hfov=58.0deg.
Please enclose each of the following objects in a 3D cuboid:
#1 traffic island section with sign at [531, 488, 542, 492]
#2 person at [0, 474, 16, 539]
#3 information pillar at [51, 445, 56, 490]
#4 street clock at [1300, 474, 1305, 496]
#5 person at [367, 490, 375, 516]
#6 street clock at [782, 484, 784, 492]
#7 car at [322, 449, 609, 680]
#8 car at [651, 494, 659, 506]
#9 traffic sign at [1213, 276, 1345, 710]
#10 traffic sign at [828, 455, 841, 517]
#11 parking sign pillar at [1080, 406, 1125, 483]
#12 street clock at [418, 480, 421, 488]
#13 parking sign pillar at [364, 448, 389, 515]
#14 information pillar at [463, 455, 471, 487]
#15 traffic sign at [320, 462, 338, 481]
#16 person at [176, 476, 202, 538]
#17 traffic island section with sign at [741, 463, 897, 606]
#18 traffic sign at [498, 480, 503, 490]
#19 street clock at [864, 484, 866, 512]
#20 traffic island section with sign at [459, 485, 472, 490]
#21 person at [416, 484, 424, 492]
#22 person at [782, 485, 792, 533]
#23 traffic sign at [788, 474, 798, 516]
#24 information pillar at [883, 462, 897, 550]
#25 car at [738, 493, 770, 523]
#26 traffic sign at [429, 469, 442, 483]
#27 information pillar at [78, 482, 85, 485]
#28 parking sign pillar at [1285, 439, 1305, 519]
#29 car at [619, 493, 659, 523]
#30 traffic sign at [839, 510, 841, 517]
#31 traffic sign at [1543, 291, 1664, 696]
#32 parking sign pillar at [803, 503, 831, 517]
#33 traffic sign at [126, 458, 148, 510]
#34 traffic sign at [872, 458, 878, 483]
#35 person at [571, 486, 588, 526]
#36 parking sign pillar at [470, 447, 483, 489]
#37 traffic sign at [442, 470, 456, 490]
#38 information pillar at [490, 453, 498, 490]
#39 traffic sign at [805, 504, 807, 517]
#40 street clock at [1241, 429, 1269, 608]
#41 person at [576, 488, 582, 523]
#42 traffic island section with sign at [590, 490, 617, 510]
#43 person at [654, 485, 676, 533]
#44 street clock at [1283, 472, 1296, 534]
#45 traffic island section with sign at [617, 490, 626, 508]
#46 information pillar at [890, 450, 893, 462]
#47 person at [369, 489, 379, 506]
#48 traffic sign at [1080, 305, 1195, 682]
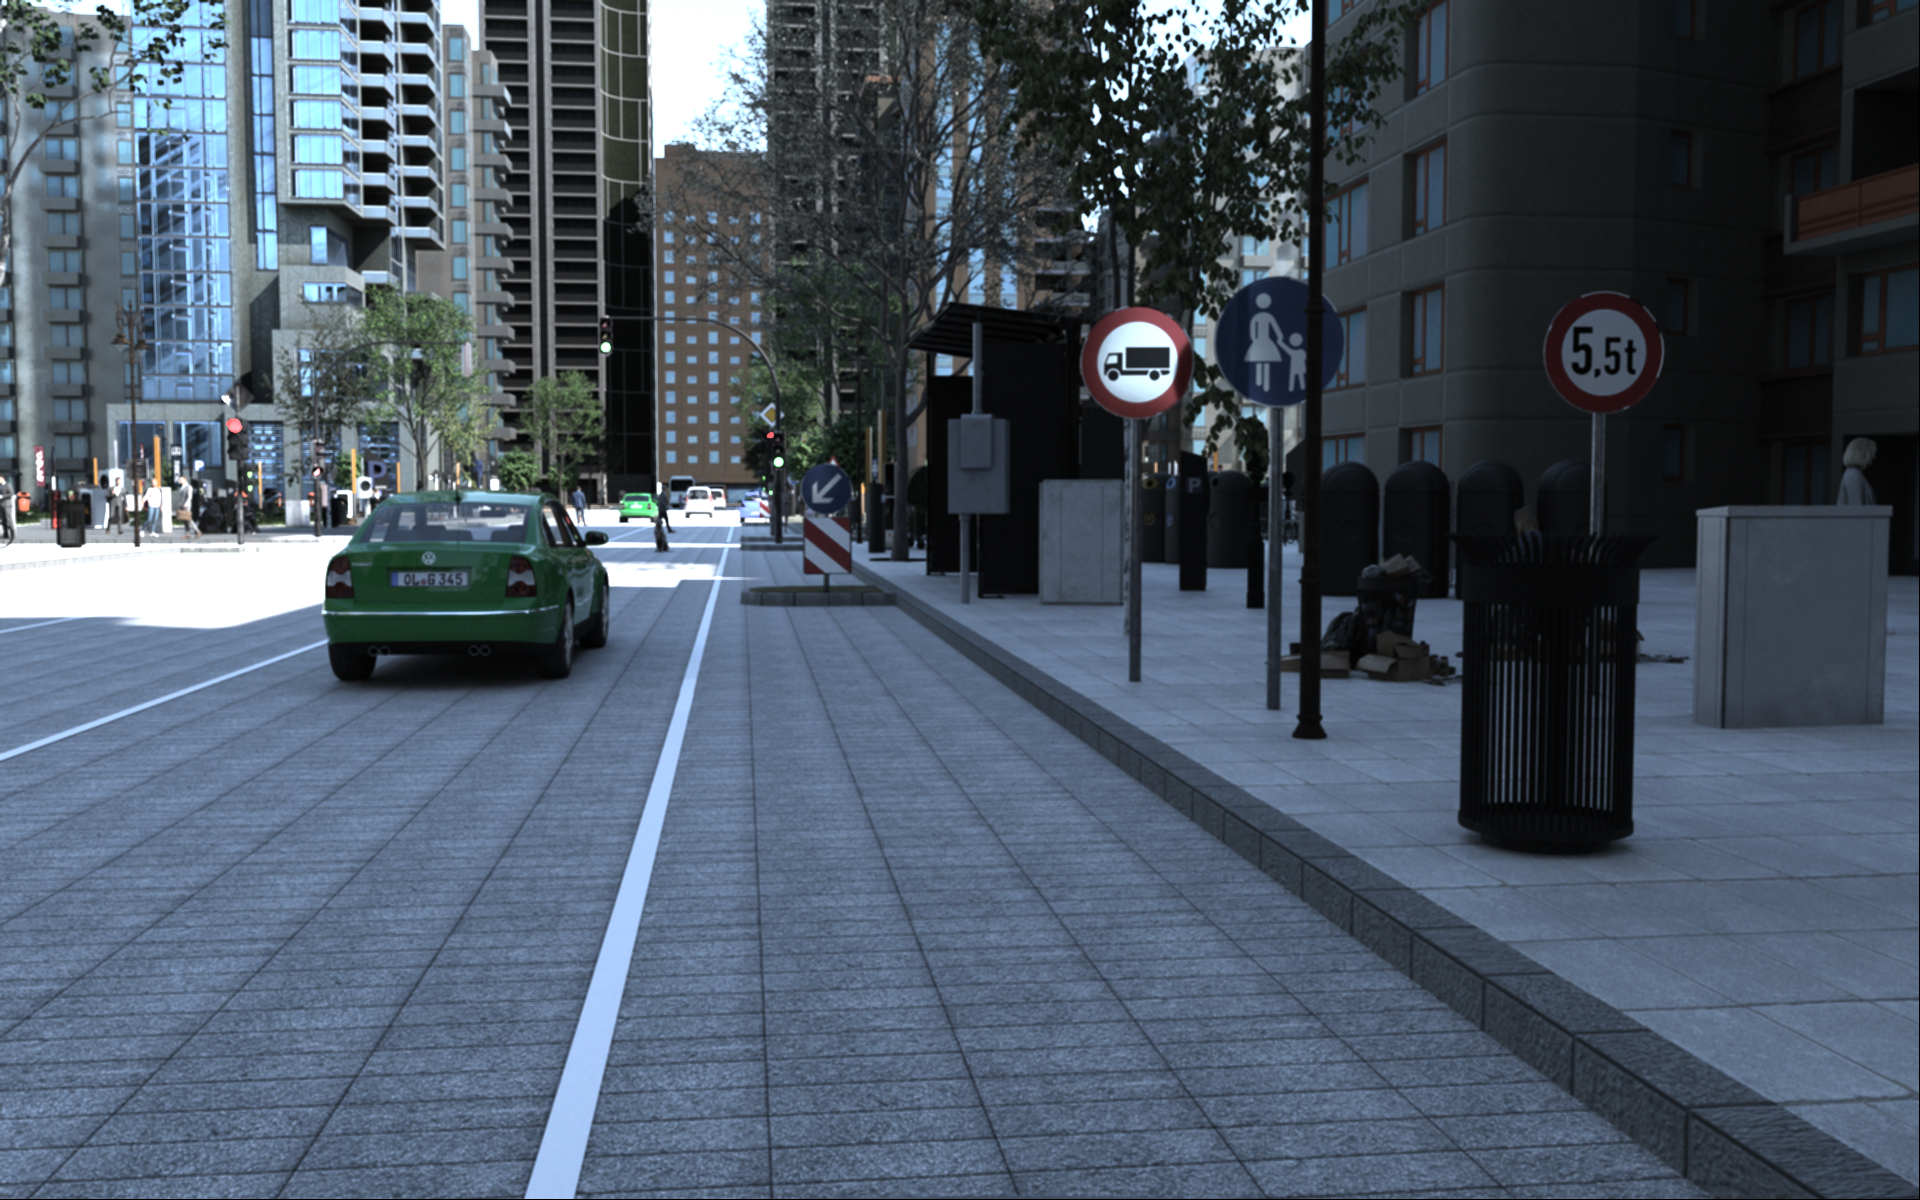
[{"bbox_3d":[-25.311,-5.805,103.543,1.989,1.847,2.006,0,4,-7],"label":"traffic island section with sign"},{"bbox_3d":[-27.432,-2.682,49.693,0.655,1.846,0.447,2,4,27],"label":"person"},{"bbox_3d":[-43.498,-5.614,83.144,0.183,3.616,0.504,-1,4,-22],"label":"information pillar"},{"bbox_3d":[12.434,-3.533,62.337,0.358,2.002,0.471,-1,4,-19],"label":"street clock"},{"bbox_3d":[-33.841,-5.680,99.457,0.519,1.759,0.362,-2,4,-30],"label":"person"},{"bbox_3d":[-12.211,-7.042,119.699,0.358,2.002,0.471,-3,5,-44],"label":"street clock"},{"bbox_3d":[-4.058,-0.365,14.763,1.959,1.807,4.718,0,4,-5],"label":"car"},{"bbox_3d":[-32.413,-10.641,182.773,1.959,1.807,4.718,0,4,-7],"label":"car"},{"bbox_3d":[1.870,-0.621,10.252,0.768,2.556,0.104,0,3,0],"label":"traffic sign"},{"bbox_3d":[-4.241,-3.543,57.929,0.884,2.594,0.081,0,4,-3],"label":"traffic sign"},{"bbox_3d":[3.609,-3.417,44.343,1.447,3.967,1.447,1,4,13],"label":"parking sign pillar"},{"bbox_3d":[-28.412,-5.313,91.435,0.358,2.002,0.471,0,4,5],"label":"street clock"},{"bbox_3d":[-34.024,-6.887,101.082,1.447,3.967,1.447,-3,5,-40],"label":"parking sign pillar"},{"bbox_3d":[-29.439,-6.875,103.761,0.183,3.616,0.504,3,5,40],"label":"information pillar"},{"bbox_3d":[-25.374,-4.249,69.572,0.768,2.556,0.104,0,4,-4],"label":"traffic sign"},{"bbox_3d":[-22.535,-2.705,50.396,0.709,1.813,0.853,2,4,34],"label":"person"},{"bbox_3d":[-1.919,-0.882,23.054,1.989,1.847,2.006,0,4,-7],"label":"traffic island section with sign"},{"bbox_3d":[-31.434,-7.224,118.223,0.768,2.556,0.104,0,4,-3],"label":"traffic sign"},{"bbox_3d":[-6.678,-7.144,121.375,0.358,2.002,0.471,3,5,42],"label":"street clock"},{"bbox_3d":[-21.929,-4.170,76.800,1.989,1.847,2.006,0,4,-7],"label":"traffic island section with sign"},{"bbox_3d":[-21.446,-3.702,68.808,0.659,1.850,0.755,1,4,17],"label":"person"},{"bbox_3d":[-6.444,-3.346,63.555,0.599,1.781,0.374,-1,4,-14],"label":"person"},{"bbox_3d":[-9.525,-6.086,99.619,0.768,2.556,0.104,0,4,-6],"label":"traffic sign"},{"bbox_3d":[-1.574,-2.165,39.888,0.304,2.012,0.304,1,4,17],"label":"information pillar"},{"bbox_3d":[-10.291,-4.779,87.720,1.945,1.707,3.694,0,4,-6],"label":"car"},{"bbox_3d":[-27.652,-5.610,91.450,0.795,2.593,0.064,0,4,1],"label":"traffic sign"},{"bbox_3d":[-54.360,-6.282,107.198,0.304,2.012,0.304,3,5,40],"label":"information pillar"},{"bbox_3d":[15.685,-5.601,80.050,1.447,3.967,1.447,-3,5,-40],"label":"parking sign pillar"},{"bbox_3d":[-16.173,-4.797,87.224,1.959,1.807,4.718,0,4,-7],"label":"car"},{"bbox_3d":[-4.635,-4.079,66.805,0.768,2.556,0.104,0,4,-3],"label":"traffic sign"},{"bbox_3d":[4.043,-0.665,10.982,0.768,2.556,0.104,0,4,-3],"label":"traffic sign"},{"bbox_3d":[-7.255,-6.075,87.802,1.447,3.967,1.447,2,4,29],"label":"parking sign pillar"},{"bbox_3d":[-23.632,-2.913,49.749,0.606,2.300,0.079,0,4,1],"label":"traffic sign"},{"bbox_3d":[-2.880,-3.695,60.516,0.768,2.556,0.104,0,4,-6],"label":"traffic sign"},{"bbox_3d":[-17.288,-4.284,78.724,0.721,1.800,0.419,0,4,-2],"label":"person"},{"bbox_3d":[-27.476,-6.727,98.460,1.447,3.967,1.447,0,4,-3],"label":"parking sign pillar"},{"bbox_3d":[-26.500,-5.488,89.837,0.768,2.556,0.104,0,4,-1],"label":"traffic sign"},{"bbox_3d":[-26.927,-6.651,100.094,0.183,3.616,0.504,3,5,42],"label":"information pillar"},{"bbox_3d":[-7.534,-5.172,84.662,0.768,2.556,0.104,0,4,-6],"label":"traffic sign"},{"bbox_3d":[3.332,-0.911,19.464,0.358,2.002,0.471,1,4,13],"label":"street clock"},{"bbox_3d":[-19.101,-4.738,86.534,0.524,1.755,0.480,1,4,11],"label":"person"},{"bbox_3d":[-31.481,-8.790,152.344,1.989,1.847,2.006,0,4,-7],"label":"traffic island section with sign"},{"bbox_3d":[-10.771,-3.325,63.257,0.834,1.777,0.661,-1,4,-19],"label":"person"},{"bbox_3d":[10.583,-3.140,55.909,0.471,2.002,0.358,1,4,17],"label":"street clock"},{"bbox_3d":[-34.857,-10.426,179.087,1.989,1.847,2.006,0,4,-7],"label":"traffic island section with sign"},{"bbox_3d":[-3.643,-6.172,92.263,0.183,3.616,0.504,1,4,13],"label":"information pillar"},{"bbox_3d":[-26.207,-4.223,77.684,0.503,1.515,0.523,1,4,14],"label":"person"},{"bbox_3d":[1.200,-0.715,11.788,0.768,2.556,0.104,0,4,3],"label":"traffic sign"}]
